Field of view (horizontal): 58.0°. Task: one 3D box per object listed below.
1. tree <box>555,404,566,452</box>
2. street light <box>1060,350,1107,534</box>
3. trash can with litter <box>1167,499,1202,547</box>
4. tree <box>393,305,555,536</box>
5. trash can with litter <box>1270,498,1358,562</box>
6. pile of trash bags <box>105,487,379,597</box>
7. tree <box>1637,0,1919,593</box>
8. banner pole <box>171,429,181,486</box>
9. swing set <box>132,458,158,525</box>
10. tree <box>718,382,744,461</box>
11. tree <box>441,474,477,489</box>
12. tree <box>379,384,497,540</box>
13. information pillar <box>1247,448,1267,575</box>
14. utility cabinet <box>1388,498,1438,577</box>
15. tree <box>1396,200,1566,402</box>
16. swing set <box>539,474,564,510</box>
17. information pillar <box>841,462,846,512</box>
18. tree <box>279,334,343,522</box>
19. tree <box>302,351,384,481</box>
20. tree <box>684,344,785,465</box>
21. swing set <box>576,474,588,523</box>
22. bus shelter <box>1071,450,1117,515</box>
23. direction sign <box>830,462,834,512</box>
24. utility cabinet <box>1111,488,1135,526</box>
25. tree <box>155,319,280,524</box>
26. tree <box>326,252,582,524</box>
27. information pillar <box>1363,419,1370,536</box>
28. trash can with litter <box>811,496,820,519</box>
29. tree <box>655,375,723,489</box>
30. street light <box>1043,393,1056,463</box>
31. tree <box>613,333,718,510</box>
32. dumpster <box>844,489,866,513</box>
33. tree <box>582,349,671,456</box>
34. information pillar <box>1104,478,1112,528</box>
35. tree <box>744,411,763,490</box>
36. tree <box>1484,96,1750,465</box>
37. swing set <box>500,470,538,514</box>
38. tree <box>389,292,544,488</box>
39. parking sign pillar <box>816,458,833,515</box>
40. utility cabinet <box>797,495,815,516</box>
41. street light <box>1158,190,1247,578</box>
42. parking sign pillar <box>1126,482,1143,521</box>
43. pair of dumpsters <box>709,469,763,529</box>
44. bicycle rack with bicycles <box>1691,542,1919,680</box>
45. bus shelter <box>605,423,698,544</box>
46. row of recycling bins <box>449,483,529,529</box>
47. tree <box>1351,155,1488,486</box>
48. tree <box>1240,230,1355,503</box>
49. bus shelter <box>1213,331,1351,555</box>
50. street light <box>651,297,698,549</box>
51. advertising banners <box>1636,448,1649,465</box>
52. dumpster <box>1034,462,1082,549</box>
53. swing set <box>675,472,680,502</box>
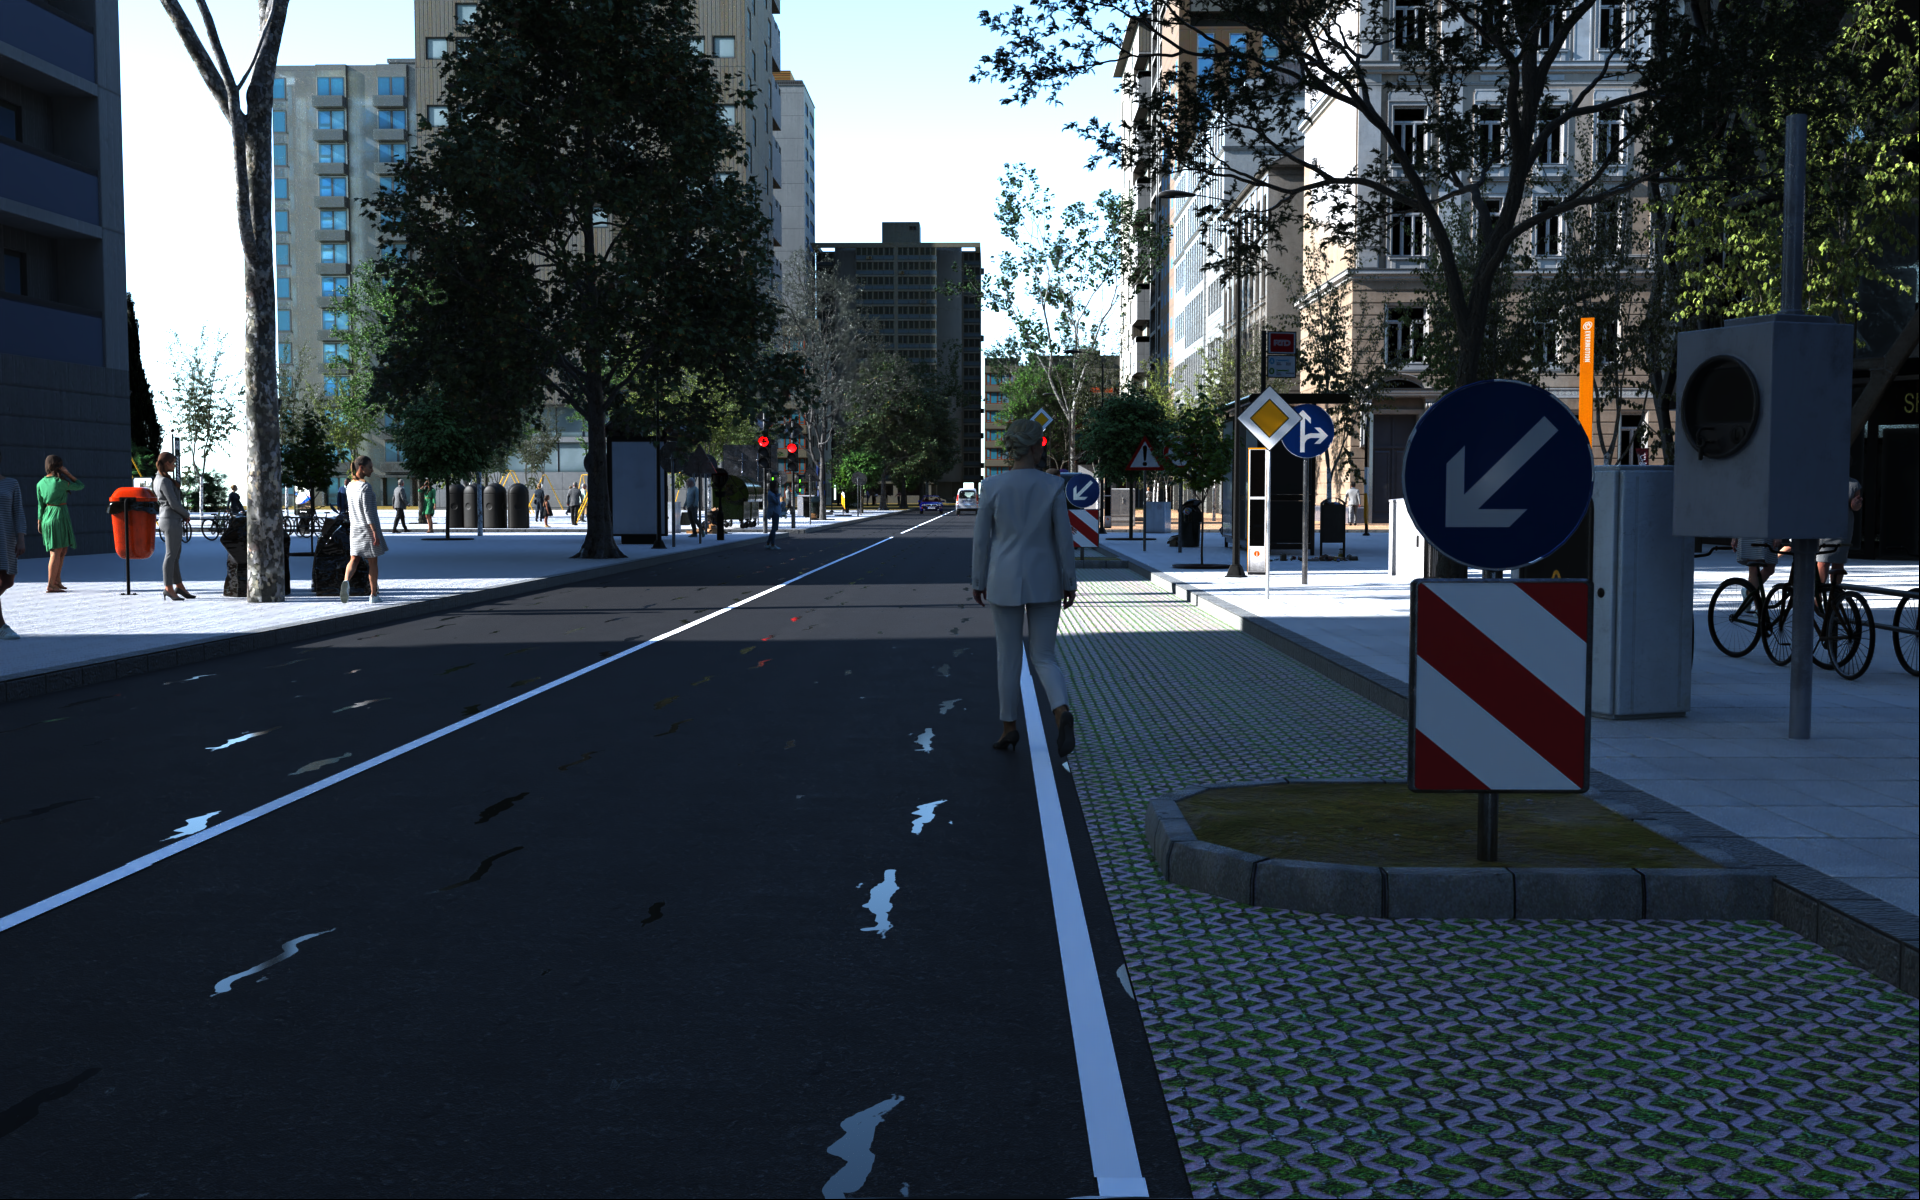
[{"bbox_3d":[-33.157,-11.206,133.582,4.360,8.622,3.978,0,3,0],"label":"tree"},{"bbox_3d":[4.045,-5.095,55.852,1.470,5.913,1.316,0,4,1],"label":"street light"},{"bbox_3d":[5.401,-1.872,41.996,0.624,1.170,1.055,-2,4,-31],"label":"trash can with litter"},{"bbox_3d":[-14.927,-6.261,52.731,4.360,8.622,3.978,0,3,0],"label":"tree"},{"bbox_3d":[6.804,-1.371,33.469,2.233,1.210,1.678,-1,4,-18],"label":"trash can with litter"},{"bbox_3d":[-9.200,-0.771,22.361,3.447,1.369,1.912,0,4,-6],"label":"pile of trash bags"},{"bbox_3d":[11.039,-4.408,22.436,4.737,8.622,4.395,0,3,0],"label":"tree"},{"bbox_3d":[-30.223,-4.696,66.794,0.401,3.779,0.863,0,4,-1],"label":"banner pole"},{"bbox_3d":[-32.574,-4.268,67.406,2.862,2.851,3.119,-2,4,-32],"label":"swing set"},{"bbox_3d":[-16.451,-9.597,107.277,4.737,8.622,4.395,0,3,0],"label":"tree"},{"bbox_3d":[-32.670,-10.192,116.998,4.737,8.622,4.395,0,3,0],"label":"tree"},{"bbox_3d":[-14.444,-3.958,48.427,4.285,4.588,4.351,0,3,0],"label":"tree"},{"bbox_3d":[4.753,-1.412,27.581,0.304,2.012,0.304,1,4,17],"label":"information pillar"},{"bbox_3d":[7.106,-0.967,26.968,0.306,1.237,1.020,-2,4,-25],"label":"utility cabinet"},{"bbox_3d":[12.825,-5.688,43.354,4.737,8.622,4.395,0,3,0],"label":"tree"},{"bbox_3d":[-33.110,-8.598,138.204,2.862,2.851,3.119,-1,4,-13],"label":"swing set"},{"bbox_3d":[-8.544,-8.316,127.319,0.183,3.616,0.504,-3,5,-39],"label":"information pillar"},{"bbox_3d":[-31.283,-7.975,80.754,4.360,8.622,3.978,0,3,0],"label":"tree"},{"bbox_3d":[-30.742,-8.360,87.043,4.737,8.622,4.395,0,3,0],"label":"tree"},{"bbox_3d":[-14.987,-12.098,115.926,7.486,12.596,7.792,0,3,0],"label":"tree"},{"bbox_3d":[-15.086,-4.681,74.160,2.862,2.851,3.119,-1,4,-14],"label":"swing set"},{"bbox_3d":[5.987,-5.026,76.101,2.014,3.302,5.546,0,4,1],"label":"bus shelter"},{"bbox_3d":[-9.074,-7.985,122.551,0.379,3.537,0.876,0,4,-5],"label":"direction sign"},{"bbox_3d":[6.322,-3.654,68.423,1.173,1.500,0.318,0,4,-3],"label":"utility cabinet"},{"bbox_3d":[-32.265,-7.550,73.798,4.360,8.622,3.978,0,3,0],"label":"tree"},{"bbox_3d":[-23.225,-9.095,74.459,9.928,11.665,9.643,0,3,0],"label":"tree"},{"bbox_3d":[12.536,-3.793,53.377,0.183,3.616,0.504,1,4,20],"label":"information pillar"},{"bbox_3d":[-7.419,-4.767,89.319,0.624,1.170,1.055,0,4,3],"label":"trash can with litter"},{"bbox_3d":[-15.590,-9.011,97.695,4.360,8.622,3.978,0,3,0],"label":"tree"},{"bbox_3d":[4.500,-6.550,79.631,1.470,5.913,1.316,0,4,1],"label":"street light"},{"bbox_3d":[-12.400,-7.301,69.731,4.737,8.622,4.395,0,3,0],"label":"tree"},{"bbox_3d":[-7.209,-7.076,118.180,1.502,2.255,1.985,0,4,1],"label":"dumpster"},{"bbox_3d":[-23.368,-11.781,118.381,9.928,11.665,9.643,0,3,0],"label":"tree"},{"bbox_3d":[5.533,-3.725,65.398,0.304,2.012,0.304,-1,4,-15],"label":"information pillar"},{"bbox_3d":[-15.282,-10.595,123.591,4.737,8.622,4.395,0,3,0],"label":"tree"},{"bbox_3d":[12.210,-5.008,32.248,4.360,8.622,3.978,0,3,0],"label":"tree"},{"bbox_3d":[-29.122,-7.001,112.083,2.862,2.851,3.119,-1,4,-9],"label":"swing set"},{"bbox_3d":[-27.136,-11.537,95.290,9.857,13.997,8.962,0,3,0],"label":"tree"},{"bbox_3d":[-8.562,-7.239,106.833,1.447,3.967,1.447,-1,4,-10],"label":"parking sign pillar"},{"bbox_3d":[-9.166,-5.627,103.165,1.020,1.237,0.306,0,4,8],"label":"utility cabinet"},{"bbox_3d":[3.724,-3.307,26.605,1.470,5.913,1.316,0,4,1],"label":"street light"},{"bbox_3d":[8.087,-5.722,82.029,1.447,3.967,1.447,0,4,4],"label":"parking sign pillar"},{"bbox_3d":[-8.527,-3.878,65.894,1.574,2.255,4.437,0,4,1],"label":"pair of dumpsters"},{"bbox_3d":[5.803,0.058,12.428,2.852,0.926,2.925,0,4,6],"label":"bicycle rack with bicycles"},{"bbox_3d":[-8.219,-3.233,46.782,2.014,3.302,5.546,0,4,1],"label":"bus shelter"},{"bbox_3d":[-17.819,-3.556,65.247,3.534,1.692,1.069,1,4,19],"label":"row of recycling bins"},{"bbox_3d":[11.607,-5.356,37.926,4.360,8.622,3.978,0,3,0],"label":"tree"},{"bbox_3d":[10.640,-6.011,48.636,4.360,8.622,3.978,0,3,0],"label":"tree"},{"bbox_3d":[7.169,-3.834,40.316,2.179,5.291,8.768,0,4,1],"label":"bus shelter"},{"bbox_3d":[-6.543,-4.161,40.581,1.470,5.913,1.316,0,4,1],"label":"street light"},{"bbox_3d":[26.616,-4.255,65.754,2.074,3.025,0.090,0,4,-5],"label":"advertising banners"},{"bbox_3d":[2.202,-2.444,44.911,1.985,2.255,1.502,0,4,1],"label":"dumpster"},{"bbox_3d":[-20.962,-7.801,125.166,3.119,2.851,2.862,2,4,27],"label":"swing set"}]
